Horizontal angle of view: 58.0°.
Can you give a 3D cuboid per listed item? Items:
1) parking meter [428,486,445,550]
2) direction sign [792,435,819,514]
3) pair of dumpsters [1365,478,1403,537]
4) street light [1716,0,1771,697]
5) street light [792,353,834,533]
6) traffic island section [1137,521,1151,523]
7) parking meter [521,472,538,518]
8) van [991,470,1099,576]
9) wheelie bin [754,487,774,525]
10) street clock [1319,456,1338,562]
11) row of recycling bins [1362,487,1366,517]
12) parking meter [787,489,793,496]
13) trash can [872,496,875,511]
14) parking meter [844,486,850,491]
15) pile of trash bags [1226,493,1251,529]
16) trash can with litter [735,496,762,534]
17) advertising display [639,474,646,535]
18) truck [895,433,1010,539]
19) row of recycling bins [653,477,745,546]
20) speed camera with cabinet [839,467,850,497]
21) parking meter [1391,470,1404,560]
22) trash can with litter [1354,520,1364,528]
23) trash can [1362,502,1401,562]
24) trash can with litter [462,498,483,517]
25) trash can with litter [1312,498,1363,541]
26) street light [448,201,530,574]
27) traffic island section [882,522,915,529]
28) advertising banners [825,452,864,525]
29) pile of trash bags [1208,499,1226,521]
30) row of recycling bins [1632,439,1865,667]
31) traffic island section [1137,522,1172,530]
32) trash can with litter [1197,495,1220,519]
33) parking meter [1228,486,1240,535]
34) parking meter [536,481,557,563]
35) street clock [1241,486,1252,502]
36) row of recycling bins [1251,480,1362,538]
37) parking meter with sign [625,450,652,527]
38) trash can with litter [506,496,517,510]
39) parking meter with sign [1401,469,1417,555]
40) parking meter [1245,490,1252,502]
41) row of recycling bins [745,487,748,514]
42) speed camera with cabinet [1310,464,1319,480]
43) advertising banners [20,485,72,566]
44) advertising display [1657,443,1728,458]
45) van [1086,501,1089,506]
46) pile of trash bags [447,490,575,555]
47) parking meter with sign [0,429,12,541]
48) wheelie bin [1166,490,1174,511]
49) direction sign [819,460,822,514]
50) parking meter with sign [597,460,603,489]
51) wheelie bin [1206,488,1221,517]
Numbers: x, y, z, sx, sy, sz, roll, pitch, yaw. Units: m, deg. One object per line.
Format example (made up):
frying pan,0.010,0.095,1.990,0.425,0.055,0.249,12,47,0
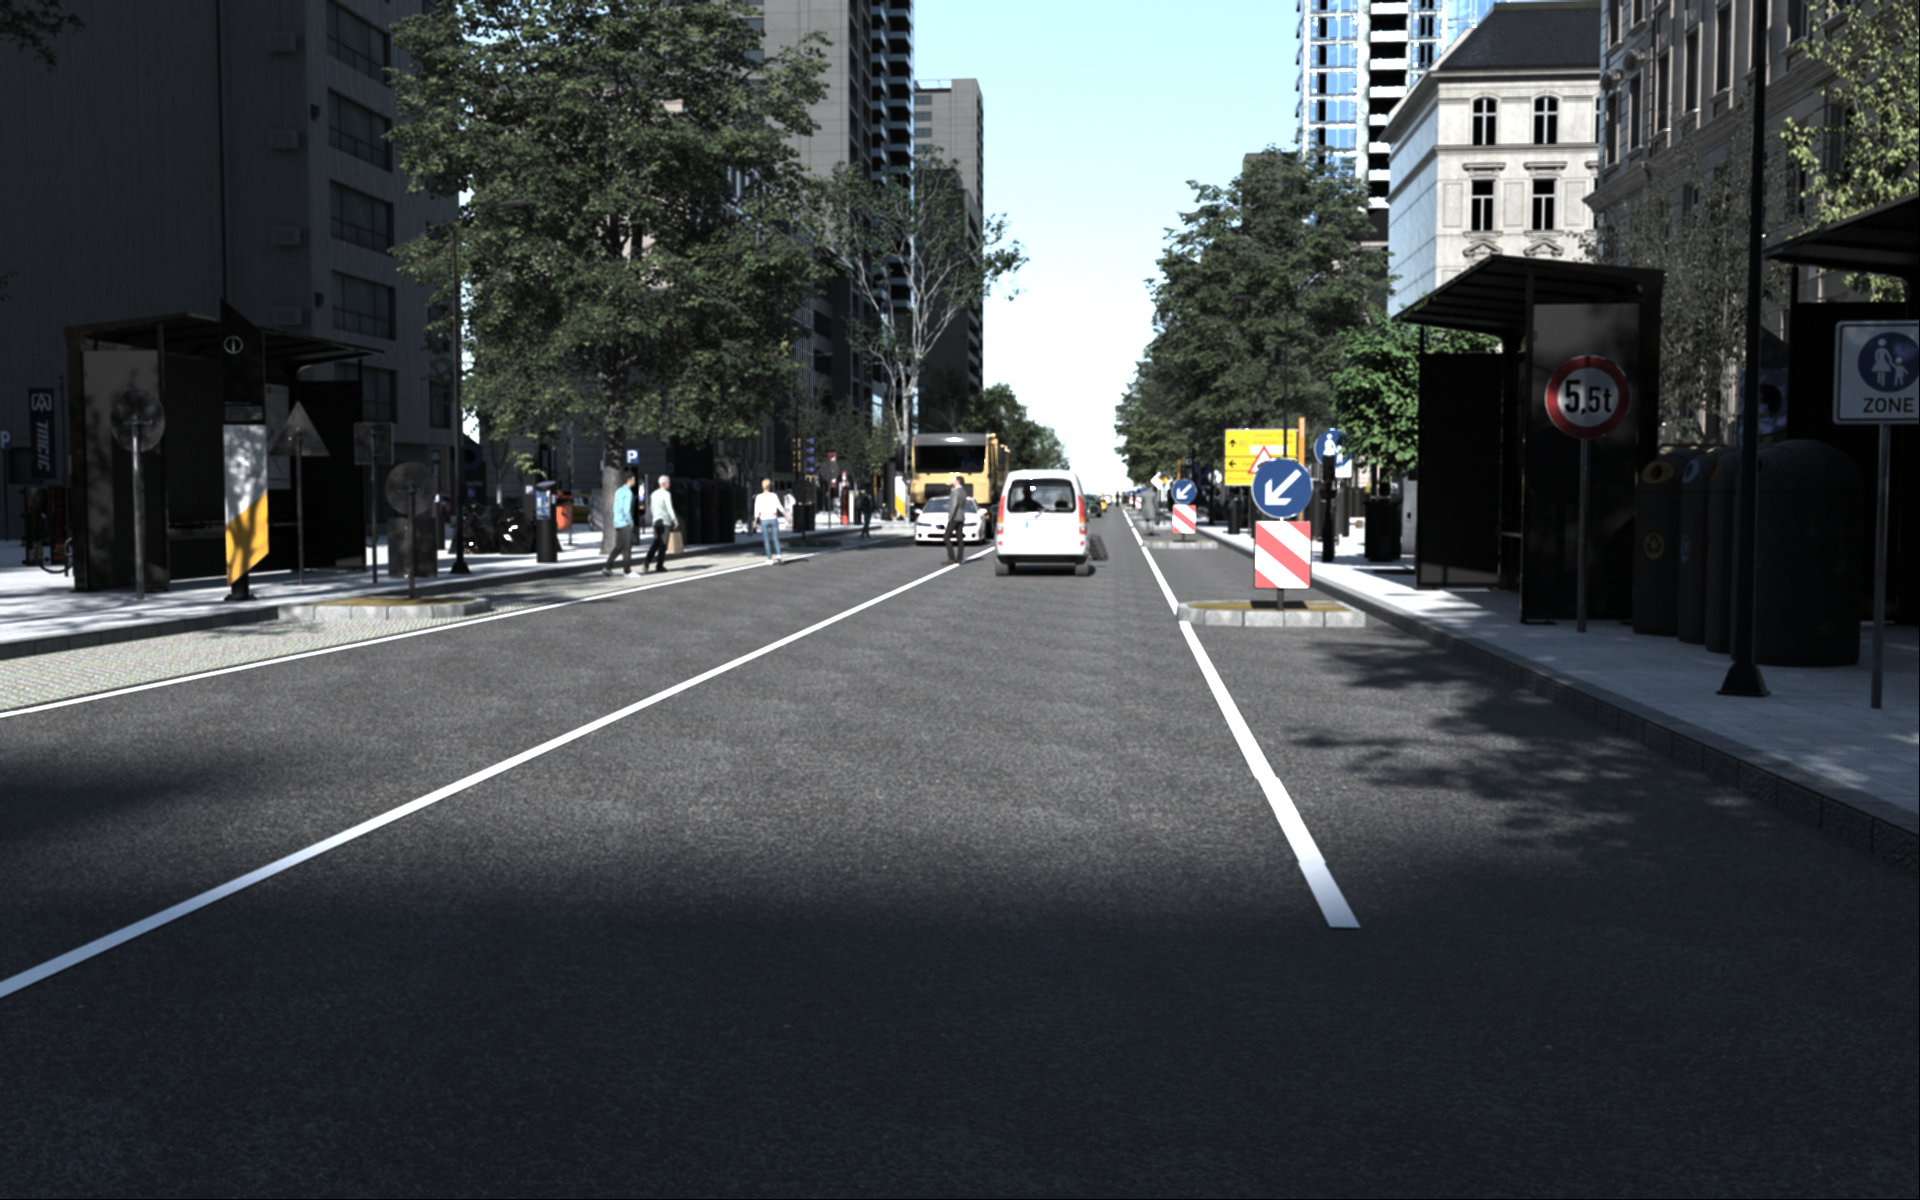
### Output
parking meter,-12.001,-1.912,39.675,0.372,1.533,0.369,0,3,0
direction sign,-6.031,-4.576,66.812,0.876,3.537,0.379,0,4,6
pair of dumpsters,10.402,-2.282,39.811,1.574,2.255,4.437,0,4,5
street light,4.488,-2.351,10.984,1.470,5.913,1.316,0,4,5
street light,-4.863,-5.182,57.263,1.470,5.913,1.316,0,4,5
traffic island section,9.112,-3.473,79.059,2.009,0.180,2.903,0,4,5
parking meter,-11.386,-2.456,45.872,0.399,1.863,0.255,0,4,0
van,1.532,-1.499,31.521,2.013,2.044,4.112,0,4,4
wheelie bin,-8.241,-3.979,72.964,0.980,1.594,0.693,1,4,18
street clock,6.946,-1.720,32.689,0.358,2.002,0.471,1,4,13
row of recycling bins,22.144,-5.426,95.834,1.069,1.692,3.534,3,5,44
parking meter,-8.271,-4.669,84.742,0.372,1.533,0.369,0,3,0
trash can,-6.658,-7.164,128.784,0.748,1.137,0.748,0,3,0
parking meter,-7.713,-6.864,117.937,0.255,1.863,0.399,-3,4,-37
pile of trash bags,11.950,-3.341,64.375,3.447,1.369,1.912,2,4,29
trash can with litter,-7.172,-2.737,55.805,2.233,1.210,1.678,-2,4,-34
advertising display,-10.445,-3.038,54.882,0.974,1.923,0.123,0,4,4
truck,0.053,-3.774,57.626,3.469,3.379,9.791,0,4,6
row of recycling bins,-6.808,-2.271,44.242,1.069,1.692,3.534,1,4,18
speed camera with cabinet,-8.312,-8.261,129.407,0.660,3.252,2.038,2,4,24
parking meter,8.457,-1.726,33.930,0.399,1.863,0.255,0,4,-4
trash can with litter,15.284,-3.281,65.031,1.055,1.170,0.624,1,4,15
trash can,8.000,-1.300,32.910,0.748,1.137,0.748,0,3,0
trash can with litter,-13.481,-2.292,48.861,1.055,1.170,0.624,-2,4,-35
trash can with litter,10.089,-2.248,47.818,1.678,1.210,2.233,0,4,-3
street light,-7.503,-3.370,27.636,1.470,5.913,1.316,0,4,5
traffic island section,-2.099,-3.044,72.046,2.009,0.180,2.903,0,4,5
advertising banners,-4.730,-4.606,71.490,2.074,3.025,0.090,3,5,43
pile of trash bags,13.728,-4.470,82.829,3.447,1.369,1.912,-1,4,-16
row of recycling bins,6.544,-0.452,14.506,1.069,1.692,3.534,0,4,6
traffic island section,8.400,-2.986,71.106,2.009,0.180,2.903,0,4,5
trash can with litter,12.744,-4.715,88.140,2.233,1.210,1.678,2,4,35
parking meter,8.701,-2.847,54.963,0.372,1.533,0.369,0,3,0
parking meter,-7.706,-1.460,32.280,0.372,1.533,0.369,0,3,0
street clock,15.682,-5.555,95.390,0.358,2.002,0.471,3,5,39
row of recycling bins,10.157,-2.705,51.342,3.534,1.692,1.069,-2,4,-31
parking meter with sign,-12.471,-4.349,67.367,0.543,3.016,1.738,-2,4,-31
trash can with litter,-22.260,-4.495,84.544,2.233,1.210,1.678,0,4,-8
parking meter with sign,9.669,-2.453,36.364,1.738,3.016,0.543,2,4,31
parking meter,15.080,-5.014,90.393,0.372,1.533,0.369,0,3,0
row of recycling bins,-11.364,-5.041,89.532,1.069,1.692,3.534,-1,4,-9
speed camera with cabinet,19.628,-6.459,99.947,2.038,3.252,0.660,-1,4,-9
advertising banners,-16.462,-2.162,31.538,0.090,3.025,2.074,0,4,4
advertising display,9.303,-1.032,22.085,0.974,1.923,0.123,0,4,-5
van,2.759,-2.666,50.604,2.013,2.044,4.112,0,4,6
pile of trash bags,-9.614,-1.742,38.236,1.912,1.369,3.447,1,4,21
parking meter with sign,-26.662,-3.100,46.948,1.738,3.016,0.543,0,4,5
wheelie bin,16.169,-7.597,132.119,0.980,1.594,0.693,-1,4,-11
direction sign,-9.432,-7.476,114.232,0.876,3.537,0.379,2,4,32
parking meter with sign,-17.695,-5.641,88.486,1.738,3.016,0.543,3,5,41
wheelie bin,14.241,-5.430,96.685,0.980,1.594,0.693,-1,4,-22
